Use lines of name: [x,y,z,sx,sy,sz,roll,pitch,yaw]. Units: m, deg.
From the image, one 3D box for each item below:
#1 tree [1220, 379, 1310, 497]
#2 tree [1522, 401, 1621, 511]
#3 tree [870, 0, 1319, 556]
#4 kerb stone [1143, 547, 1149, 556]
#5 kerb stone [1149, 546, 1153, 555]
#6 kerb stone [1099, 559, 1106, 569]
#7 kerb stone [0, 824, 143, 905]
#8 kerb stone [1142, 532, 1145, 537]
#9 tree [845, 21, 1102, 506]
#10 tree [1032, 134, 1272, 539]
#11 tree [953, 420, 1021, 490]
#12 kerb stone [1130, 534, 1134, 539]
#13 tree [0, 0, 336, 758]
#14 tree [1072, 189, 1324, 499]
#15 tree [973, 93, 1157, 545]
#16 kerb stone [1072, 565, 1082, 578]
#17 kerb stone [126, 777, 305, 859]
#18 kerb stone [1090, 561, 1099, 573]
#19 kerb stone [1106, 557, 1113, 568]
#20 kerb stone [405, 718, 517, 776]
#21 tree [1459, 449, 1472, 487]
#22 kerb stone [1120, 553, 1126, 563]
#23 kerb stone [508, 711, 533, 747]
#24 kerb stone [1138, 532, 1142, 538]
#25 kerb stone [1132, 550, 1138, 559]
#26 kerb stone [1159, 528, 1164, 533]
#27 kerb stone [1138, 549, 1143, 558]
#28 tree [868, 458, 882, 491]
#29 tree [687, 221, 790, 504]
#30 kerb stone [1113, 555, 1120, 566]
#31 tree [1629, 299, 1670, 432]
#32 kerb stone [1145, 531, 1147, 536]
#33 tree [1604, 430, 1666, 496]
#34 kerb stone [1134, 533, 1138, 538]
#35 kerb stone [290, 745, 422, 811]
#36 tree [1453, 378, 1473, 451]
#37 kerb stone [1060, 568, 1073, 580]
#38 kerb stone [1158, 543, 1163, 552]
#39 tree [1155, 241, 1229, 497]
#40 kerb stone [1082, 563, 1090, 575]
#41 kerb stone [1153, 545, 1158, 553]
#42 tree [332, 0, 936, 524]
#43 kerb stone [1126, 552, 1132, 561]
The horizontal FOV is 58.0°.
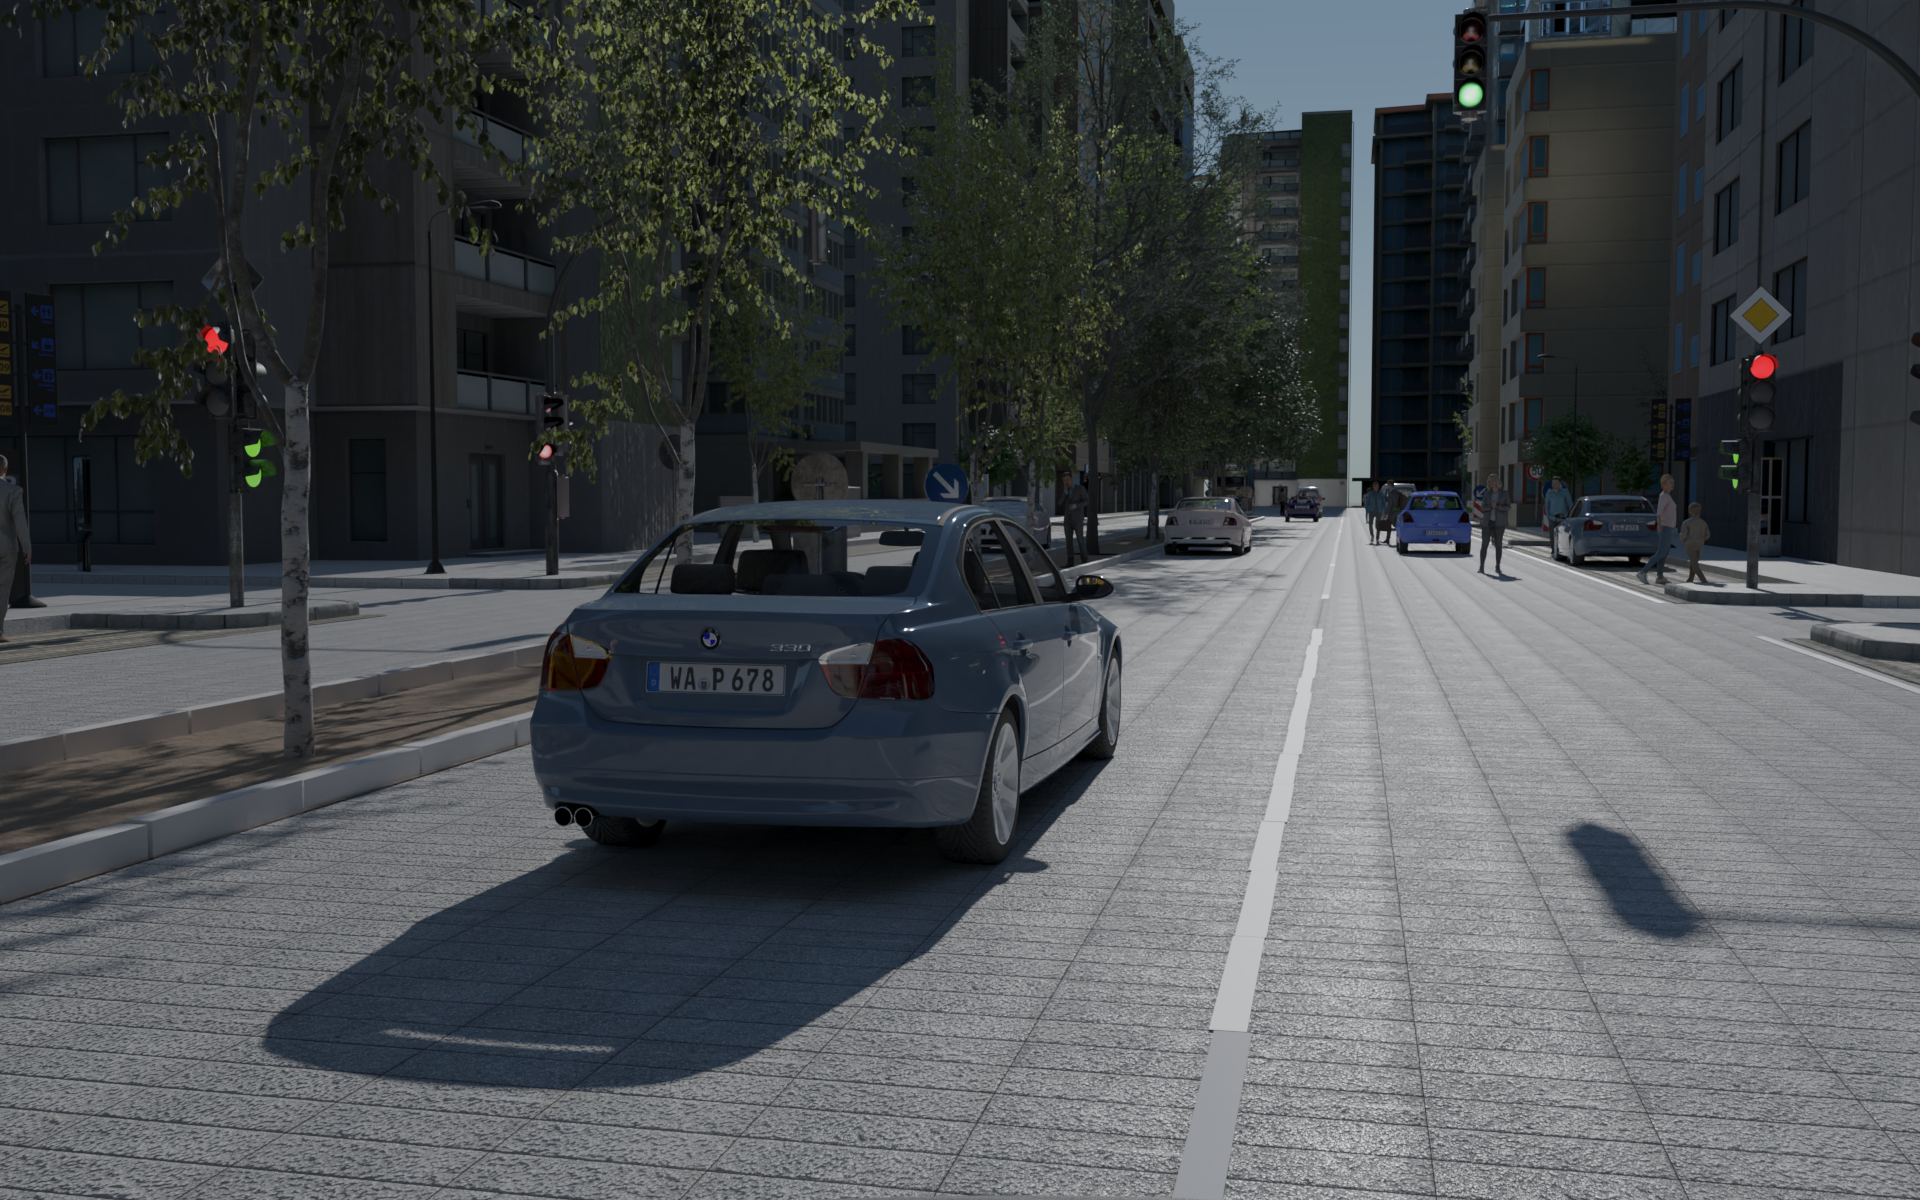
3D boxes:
tree: [13.215,-9.115,85.900,8.767,10.594,7.601,1,4,13]
tree: [21.457,-4.737,61.163,4.285,4.588,4.351,0,3,0]
tree: [3.093,-7.777,39.974,12.009,13.543,11.850,0,3,0]
kerb stone: [4.169,-1.080,39.852,0.120,0.150,1.000,1,4,13]
kerb stone: [4.386,-1.136,40.852,0.120,0.150,1.000,1,4,13]
kerb stone: [2.592,-0.651,32.844,0.120,0.150,1.000,1,4,13]
kerb stone: [-3.347,0.983,6.307,0.120,0.150,1.000,1,4,13]
kerb stone: [5.926,-2.147,57.324,0.120,0.150,1.000,1,4,13]
tree: [0.244,-4.526,26.821,4.737,8.622,4.395,0,3,0]
tree: [6.061,-8.193,54.545,7.486,12.596,7.792,0,3,0]
tree: [1.216,-5.658,76.230,4.285,4.588,4.351,0,3,0]
kerb stone: [5.251,-1.957,54.320,0.120,0.150,1.000,1,4,13]
tree: [-3.555,-3.460,9.391,4.360,8.622,3.978,0,3,0]
tree: [8.296,-8.772,62.887,9.611,12.733,9.660,0,3,0]
tree: [1.337,-4.845,32.042,4.360,8.622,3.978,0,3,0]
kerb stone: [1.923,-0.468,29.846,0.120,0.150,1.000,1,4,13]
kerb stone: [-3.120,0.911,7.302,0.120,0.150,1.000,1,4,13]
kerb stone: [2.372,-0.590,31.845,0.120,0.150,1.000,1,4,13]
kerb stone: [2.823,-0.710,33.843,0.120,0.150,1.000,1,4,13]
kerb stone: [-2.682,0.788,9.305,0.120,0.150,1.000,1,4,13]
tree: [32.705,-7.571,107.496,4.285,4.588,4.351,0,3,0]
kerb stone: [3.271,-0.835,35.846,0.120,0.150,1.000,1,4,13]
kerb stone: [-2.451,0.727,10.303,0.120,0.150,1.000,1,4,13]
kerb stone: [5.709,-2.087,56.324,0.120,0.150,1.000,1,4,13]
kerb stone: [3.718,-0.958,37.858,0.120,0.150,1.000,1,4,13]
kerb stone: [7.721,-2.638,65.327,0.120,0.150,1.000,1,4,13]
kerb stone: [3.935,-1.019,38.857,0.120,0.150,1.000,1,4,13]
tree: [-4.253,-5.061,77.350,1.663,3.219,1.824,0,3,0]
tree: [-5.214,-5.818,45.488,4.737,8.622,4.395,0,3,0]
kerb stone: [3.045,-0.773,34.841,0.120,0.150,1.000,1,4,13]
tree: [26.912,-6.916,63.441,4.360,8.622,3.978,0,3,0]
kerb stone: [6.155,-2.209,58.321,0.120,0.150,1.000,1,4,13]
tree: [20.253,-3.525,52.233,1.663,3.219,1.824,0,3,0]
kerb stone: [5.483,-2.026,55.315,0.120,0.150,1.000,1,4,13]
kerb stone: [-2.906,0.856,8.302,0.120,0.150,1.000,1,4,13]
tree: [30.712,-9.186,100.557,4.360,8.622,3.978,0,3,0]
kerb stone: [1.697,-0.407,28.844,0.120,0.150,1.000,1,4,13]
kerb stone: [4.838,-1.263,42.852,0.120,0.150,1.000,1,4,13]
tree: [5.447,-5.861,48.642,4.360,8.622,3.978,0,3,0]
kerb stone: [2.145,-0.529,30.848,0.120,0.150,1.000,1,4,13]
kerb stone: [4.612,-1.199,41.848,0.120,0.150,1.000,1,4,13]
tree: [-2.319,-3.794,14.845,4.360,8.622,3.978,0,3,0]
kerb stone: [3.487,-0.896,36.851,0.120,0.150,1.000,1,4,13]
